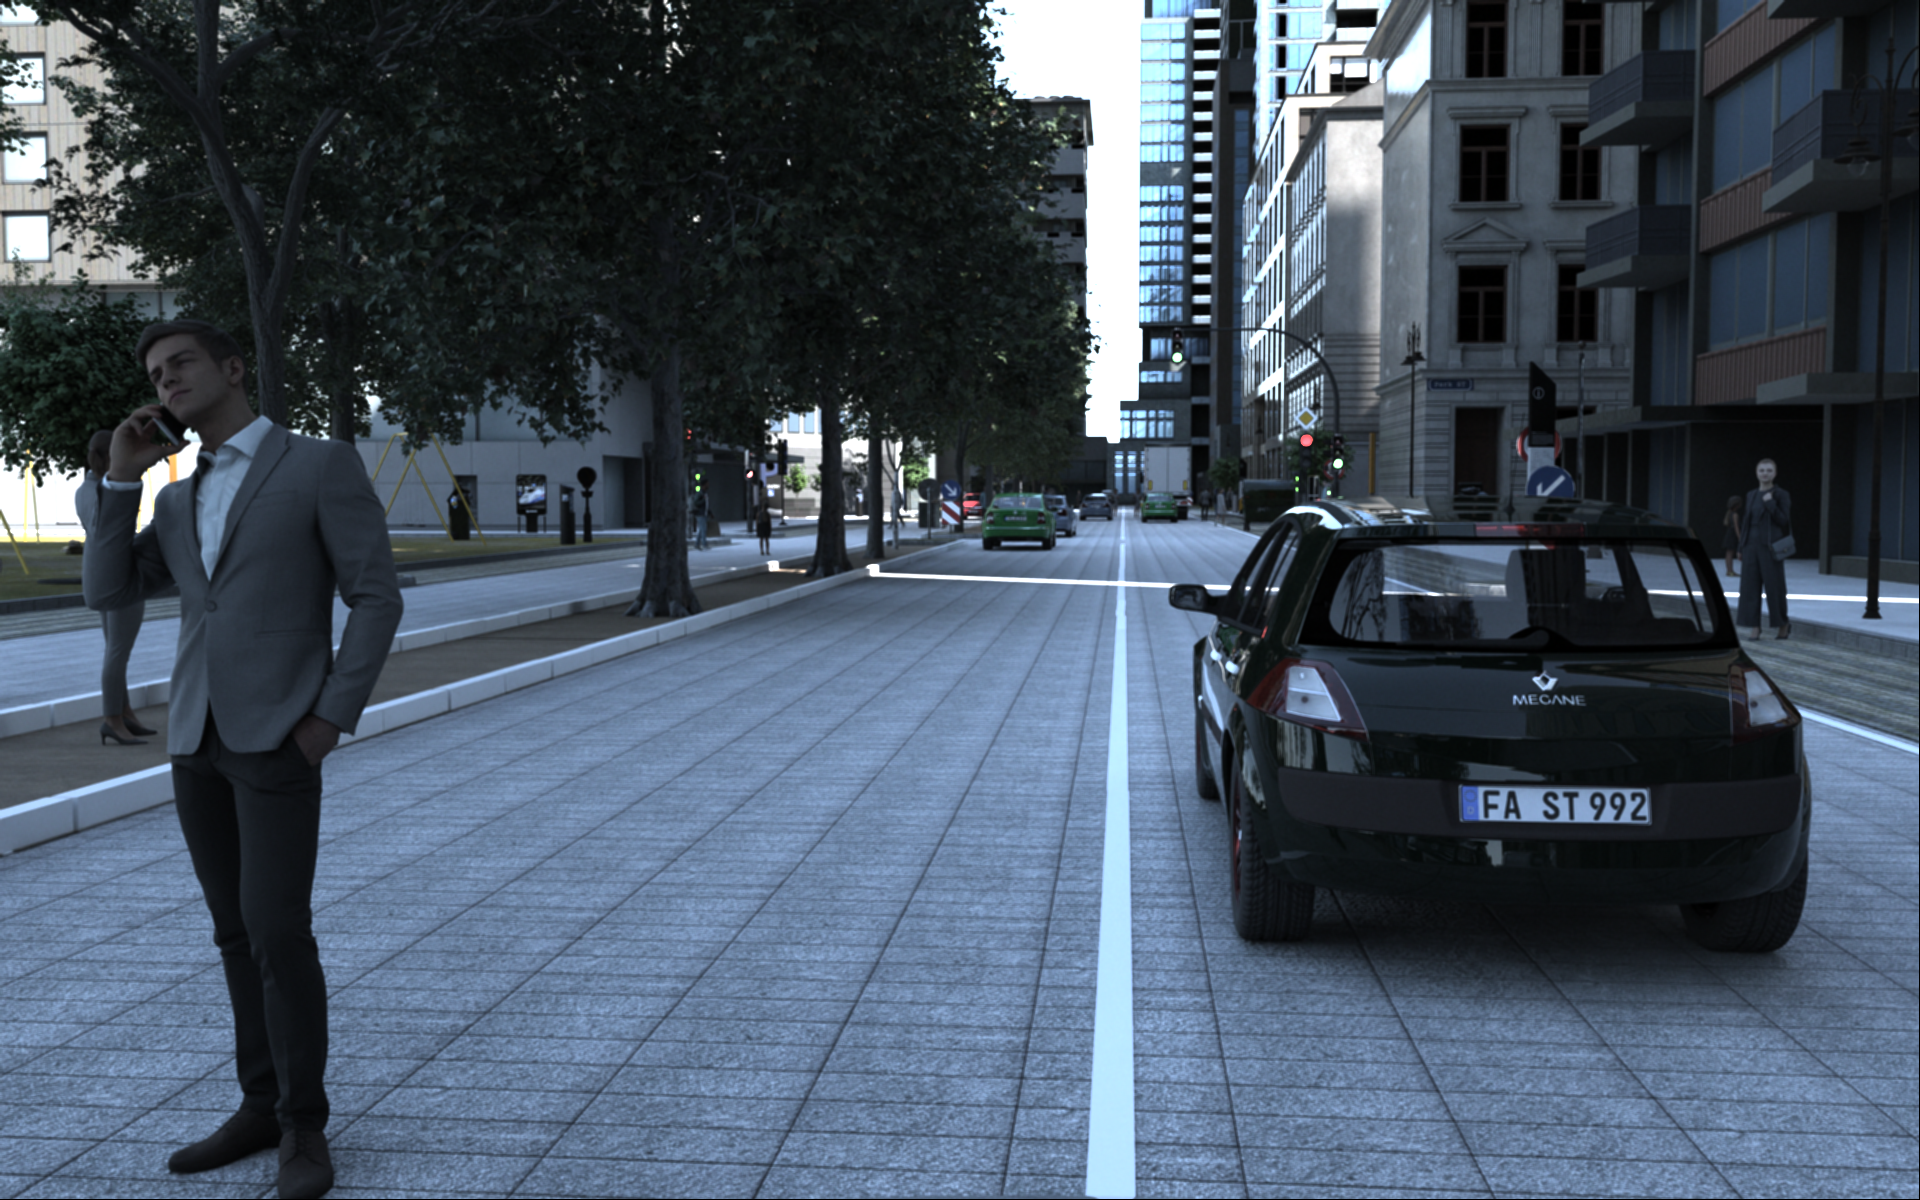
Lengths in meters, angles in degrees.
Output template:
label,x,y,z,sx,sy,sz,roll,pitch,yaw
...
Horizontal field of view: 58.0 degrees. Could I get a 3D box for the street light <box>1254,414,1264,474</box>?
label,x,y,z,sx,sy,sz,roll,pitch,yaw
street light,17.376,-7.823,100.687,0.468,5.910,1.993,0,4,5

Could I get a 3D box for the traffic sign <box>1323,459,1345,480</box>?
label,x,y,z,sx,sy,sz,roll,pitch,yaw
traffic sign,13.364,-3.784,61.969,0.768,2.556,0.104,0,4,6

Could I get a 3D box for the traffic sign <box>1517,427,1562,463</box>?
label,x,y,z,sx,sy,sz,roll,pitch,yaw
traffic sign,10.457,-1.910,31.336,0.768,2.556,0.104,1,4,13

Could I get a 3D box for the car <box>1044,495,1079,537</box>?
label,x,y,z,sx,sy,sz,roll,pitch,yaw
car,3.009,-2.858,58.729,2.014,1.417,4.499,0,4,6

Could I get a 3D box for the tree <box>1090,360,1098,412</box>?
label,x,y,z,sx,sy,sz,roll,pitch,yaw
tree,2.568,-9.825,81.225,7.486,12.596,7.792,0,3,0

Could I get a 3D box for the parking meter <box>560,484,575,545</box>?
label,x,y,z,sx,sy,sz,roll,pitch,yaw
parking meter,-9.998,-2.185,44.128,0.372,1.533,0.369,0,3,0

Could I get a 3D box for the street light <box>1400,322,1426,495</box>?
label,x,y,z,sx,sy,sz,roll,pitch,yaw
street light,12.160,-4.513,46.570,0.468,5.910,1.993,0,4,5

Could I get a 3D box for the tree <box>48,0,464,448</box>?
label,x,y,z,sx,sy,sz,roll,pitch,yaw
tree,-12.091,-7.757,33.490,9.857,13.997,8.962,0,3,0

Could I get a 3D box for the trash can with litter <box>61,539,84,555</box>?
label,x,y,z,sx,sy,sz,roll,pitch,yaw
trash can with litter,-18.568,-1.563,36.949,1.055,1.170,0.624,-3,5,-44

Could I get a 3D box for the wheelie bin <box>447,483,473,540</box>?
label,x,y,z,sx,sy,sz,roll,pitch,yaw
wheelie bin,-14.006,-2.484,48.527,0.693,1.594,0.980,-1,4,-14

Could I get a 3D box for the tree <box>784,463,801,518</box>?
label,x,y,z,sx,sy,sz,roll,pitch,yaw
tree,-8.913,-6.035,93.280,1.663,3.219,1.824,0,3,0

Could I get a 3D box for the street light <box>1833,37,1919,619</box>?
label,x,y,z,sx,sy,sz,roll,pitch,yaw
street light,9.411,-2.746,17.690,0.468,5.910,1.993,0,4,5

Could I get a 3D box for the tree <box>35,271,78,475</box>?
label,x,y,z,sx,sy,sz,roll,pitch,yaw
tree,-22.857,-5.504,40.347,4.737,8.622,4.395,0,3,0

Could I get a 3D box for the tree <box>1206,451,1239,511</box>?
label,x,y,z,sx,sy,sz,roll,pitch,yaw
tree,20.526,-9.118,132.788,4.285,4.588,4.351,0,3,0

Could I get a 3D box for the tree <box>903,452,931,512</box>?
label,x,y,z,sx,sy,sz,roll,pitch,yaw
tree,-3.603,-8.718,126.252,4.285,4.588,4.351,0,3,0

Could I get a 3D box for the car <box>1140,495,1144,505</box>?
label,x,y,z,sx,sy,sz,roll,pitch,yaw
car,20.740,-11.077,193.681,1.945,1.354,3.894,0,4,7

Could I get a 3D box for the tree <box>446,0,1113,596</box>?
label,x,y,z,sx,sy,sz,roll,pitch,yaw
tree,-2.221,-6.748,29.799,9.611,12.733,9.660,0,3,0

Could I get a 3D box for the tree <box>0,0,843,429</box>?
label,x,y,z,sx,sy,sz,roll,pitch,yaw
tree,-4.469,-4.571,11.600,8.767,10.594,7.601,0,4,5

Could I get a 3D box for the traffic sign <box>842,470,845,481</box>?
label,x,y,z,sx,sy,sz,roll,pitch,yaw
traffic sign,-5.994,-5.168,84.598,0.768,2.556,0.104,1,4,11

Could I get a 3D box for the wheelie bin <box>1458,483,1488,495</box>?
label,x,y,z,sx,sy,sz,roll,pitch,yaw
wheelie bin,14.034,-2.425,47.550,0.980,1.594,0.693,1,4,18

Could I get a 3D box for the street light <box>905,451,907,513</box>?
label,x,y,z,sx,sy,sz,roll,pitch,yaw
street light,-3.581,-8.691,114.886,0.468,5.910,1.993,0,4,5

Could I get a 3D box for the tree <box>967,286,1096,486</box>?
label,x,y,z,sx,sy,sz,roll,pitch,yaw
tree,3.269,-11.565,98.208,9.857,13.997,8.962,0,3,0

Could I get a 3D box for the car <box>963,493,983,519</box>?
label,x,y,z,sx,sy,sz,roll,pitch,yaw
car,0.937,-5.375,96.918,2.155,1.783,4.494,0,4,6

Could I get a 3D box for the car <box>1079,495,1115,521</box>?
label,x,y,z,sx,sy,sz,roll,pitch,yaw
car,7.487,-5.078,95.025,2.014,1.417,4.499,0,4,6

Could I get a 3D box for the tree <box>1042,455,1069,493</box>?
label,x,y,z,sx,sy,sz,roll,pitch,yaw
tree,5.873,-10.170,119.093,4.737,8.622,4.395,0,3,0

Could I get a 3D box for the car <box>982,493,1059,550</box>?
label,x,y,z,sx,sy,sz,roll,pitch,yaw
car,1.606,-2.263,45.797,1.959,1.807,4.718,0,4,5

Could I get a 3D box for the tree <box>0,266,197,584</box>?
label,x,y,z,sx,sy,sz,roll,pitch,yaw
tree,-12.733,-2.541,25.256,4.285,4.588,4.351,0,3,0

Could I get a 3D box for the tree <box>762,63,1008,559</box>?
label,x,y,z,sx,sy,sz,roll,pitch,yaw
tree,-1.950,-7.209,38.449,7.486,12.596,7.792,0,3,0

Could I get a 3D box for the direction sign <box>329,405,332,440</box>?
label,x,y,z,sx,sy,sz,roll,pitch,yaw
direction sign,-14.531,-2.973,40.598,0.379,3.537,0.876,0,4,8

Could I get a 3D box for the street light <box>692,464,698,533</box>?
label,x,y,z,sx,sy,sz,roll,pitch,yaw
street light,-8.823,-5.177,57.439,0.468,5.910,1.993,0,4,5

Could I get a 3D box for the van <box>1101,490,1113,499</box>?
label,x,y,z,sx,sy,sz,roll,pitch,yaw
van,16.759,-11.658,197.614,2.013,2.044,4.112,0,4,4

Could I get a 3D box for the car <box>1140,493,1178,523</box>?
label,x,y,z,sx,sy,sz,roll,pitch,yaw
car,10.122,-4.845,88.015,1.959,1.807,4.718,0,4,5

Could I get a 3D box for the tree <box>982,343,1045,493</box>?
label,x,y,z,sx,sy,sz,roll,pitch,yaw
tree,1.802,-7.496,75.379,4.360,8.622,3.978,0,3,0

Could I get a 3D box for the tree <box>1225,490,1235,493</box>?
label,x,y,z,sx,sy,sz,roll,pitch,yaw
tree,21.120,-8.652,136.057,1.663,3.219,1.824,0,3,0

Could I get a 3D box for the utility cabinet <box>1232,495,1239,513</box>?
label,x,y,z,sx,sy,sz,roll,pitch,yaw
utility cabinet,18.721,-6.521,117.777,0.306,1.237,1.020,1,4,17

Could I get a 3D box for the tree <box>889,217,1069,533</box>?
label,x,y,z,sx,sy,sz,roll,pitch,yaw
tree,0.054,-8.096,60.584,9.928,11.665,9.643,0,3,0

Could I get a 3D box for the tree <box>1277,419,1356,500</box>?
label,x,y,z,sx,sy,sz,roll,pitch,yaw
tree,15.539,-5.612,75.467,4.285,4.588,4.351,0,3,0

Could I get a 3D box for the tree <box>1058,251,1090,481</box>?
label,x,y,z,sx,sy,sz,roll,pitch,yaw
tree,1.102,-9.095,69.286,7.486,12.596,7.792,0,3,0

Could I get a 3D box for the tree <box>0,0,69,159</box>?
label,x,y,z,sx,sy,sz,roll,pitch,yaw
tree,-13.657,-5.666,18.390,9.928,11.665,9.643,0,3,0

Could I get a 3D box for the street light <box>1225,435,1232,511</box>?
label,x,y,z,sx,sy,sz,roll,pitch,yaw
street light,20.006,-9.581,129.432,0.468,5.910,1.993,0,4,5

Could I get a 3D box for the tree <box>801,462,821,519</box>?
label,x,y,z,sx,sy,sz,roll,pitch,yaw
tree,-6.866,-5.817,89.717,1.663,3.219,1.824,0,3,0

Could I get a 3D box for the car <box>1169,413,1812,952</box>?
label,x,y,z,sx,sy,sz,roll,pitch,yaw
car,1.854,0.178,6.873,2.009,1.686,4.222,0,4,5

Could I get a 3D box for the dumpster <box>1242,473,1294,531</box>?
label,x,y,z,sx,sy,sz,roll,pitch,yaw
dumpster,11.923,-3.805,67.158,1.985,2.255,1.502,0,4,5

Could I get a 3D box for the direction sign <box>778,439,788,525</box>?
label,x,y,z,sx,sy,sz,roll,pitch,yaw
direction sign,-7.305,-4.856,71.395,0.379,3.537,0.876,1,4,19

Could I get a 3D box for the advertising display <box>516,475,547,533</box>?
label,x,y,z,sx,sy,sz,roll,pitch,yaw
advertising display,-14.176,-3.187,57.325,0.974,1.923,0.123,0,4,-2

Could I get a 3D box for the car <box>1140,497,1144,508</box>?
label,x,y,z,sx,sy,sz,roll,pitch,yaw
car,15.002,-7.665,135.551,2.015,1.641,3.980,0,4,6

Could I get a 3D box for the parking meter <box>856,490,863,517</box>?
label,x,y,z,sx,sy,sz,roll,pitch,yaw
parking meter,-5.564,-5.349,95.874,0.372,1.533,0.369,0,3,0

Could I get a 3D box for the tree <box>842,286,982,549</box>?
label,x,y,z,sx,sy,sz,roll,pitch,yaw
tree,-1.654,-5.612,44.579,4.360,8.622,3.978,0,3,0

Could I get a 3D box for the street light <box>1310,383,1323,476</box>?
label,x,y,z,sx,sy,sz,roll,pitch,yaw
street light,14.768,-6.067,71.981,0.468,5.910,1.993,0,4,5

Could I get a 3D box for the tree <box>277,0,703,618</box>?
label,x,y,z,sx,sy,sz,roll,pitch,yaw
tree,-3.435,-6.159,20.167,9.611,12.733,9.660,0,3,0
